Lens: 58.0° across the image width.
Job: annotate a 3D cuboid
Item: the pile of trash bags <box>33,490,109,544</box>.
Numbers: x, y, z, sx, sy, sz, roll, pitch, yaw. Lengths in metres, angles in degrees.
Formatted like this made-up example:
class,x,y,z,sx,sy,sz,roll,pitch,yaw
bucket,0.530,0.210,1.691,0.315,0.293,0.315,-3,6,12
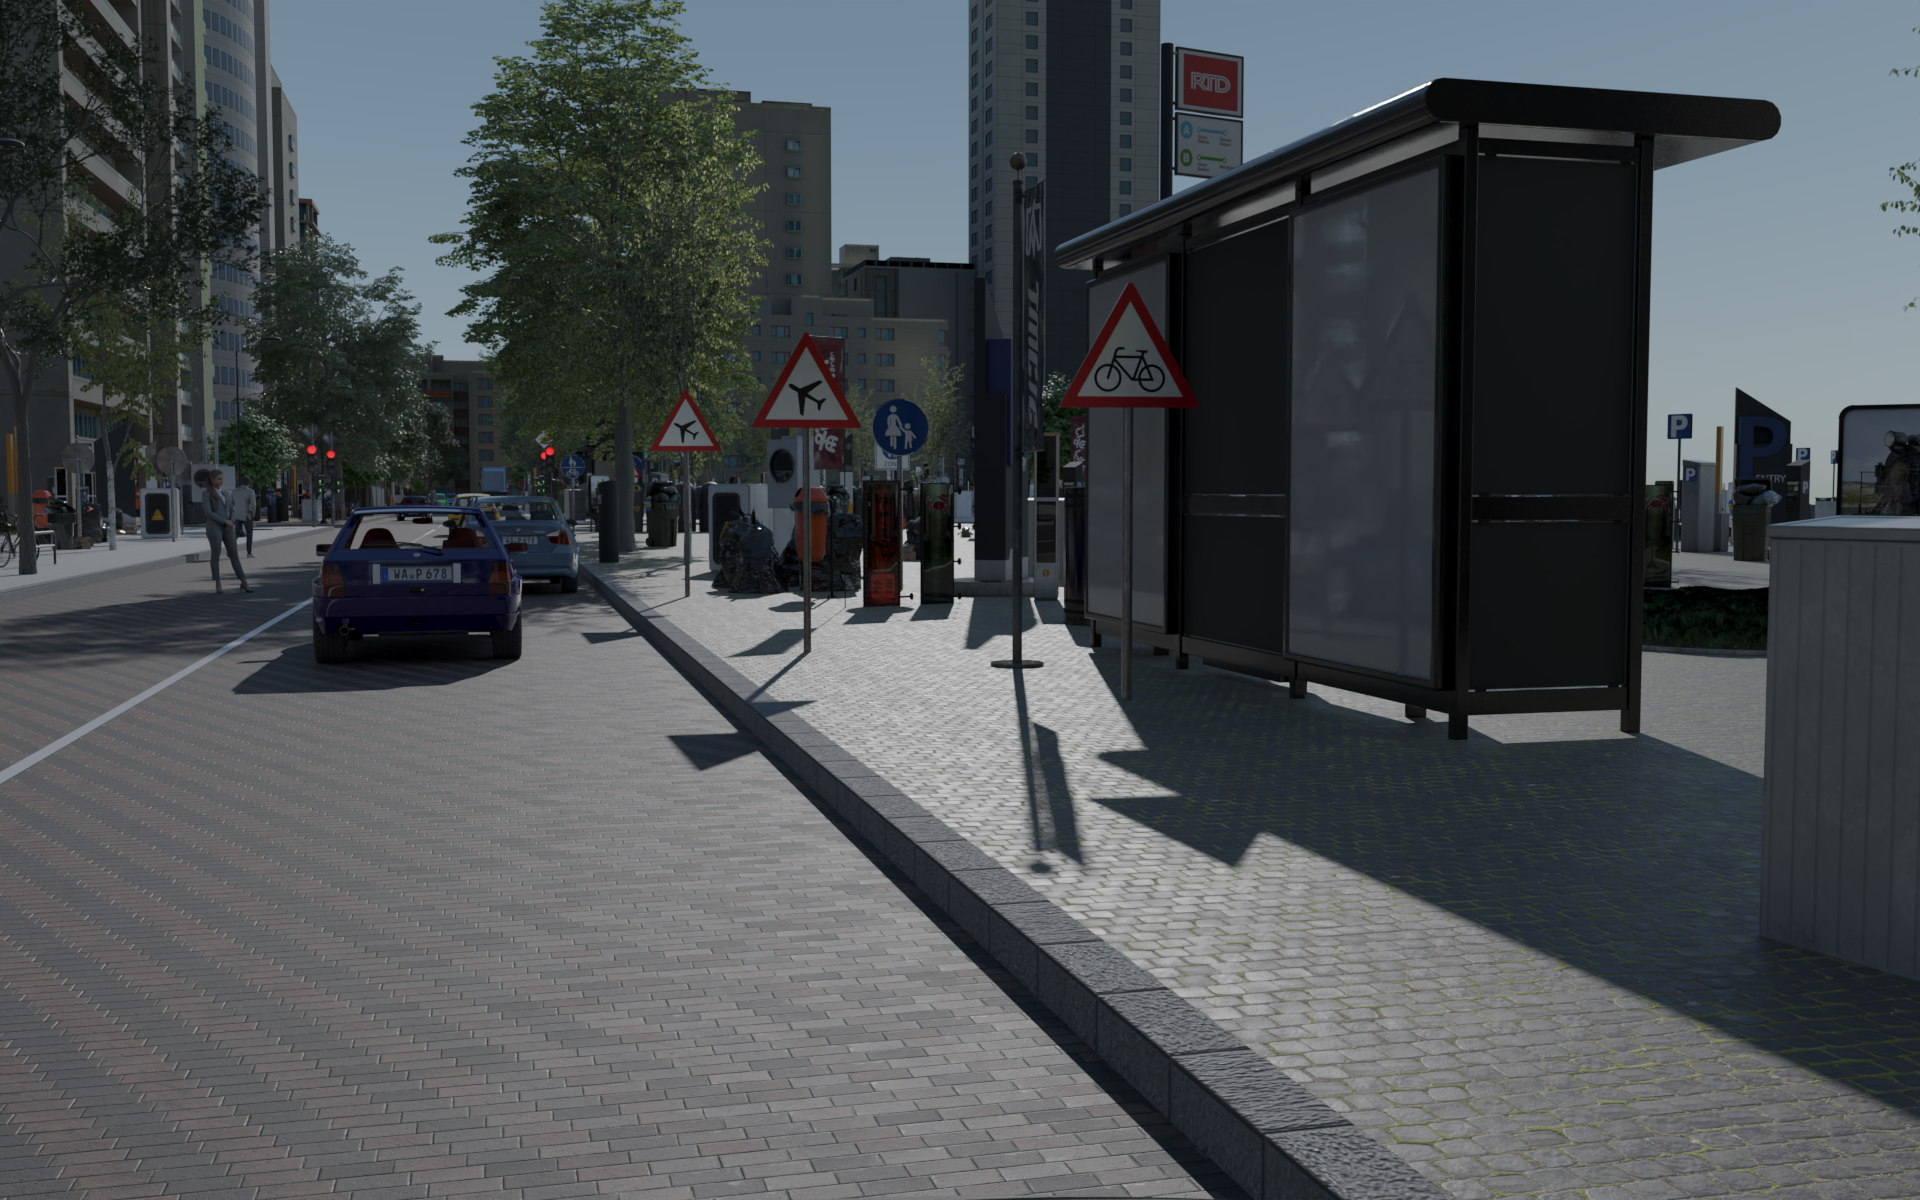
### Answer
class,x,y,z,sx,sy,sz,roll,pitch,yaw
pile of trash bags,-23.136,-2.128,44.541,1.912,1.369,3.447,-1,4,-12

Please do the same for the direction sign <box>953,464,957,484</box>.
class,x,y,z,sx,sy,sz,roll,pitch,yaw
direction sign,-0.143,-8.419,129.649,0.876,3.537,0.379,1,4,22

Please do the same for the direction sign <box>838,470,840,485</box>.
class,x,y,z,sx,sy,sz,roll,pitch,yaw
direction sign,-6.672,-6.364,96.047,0.379,3.537,0.876,1,4,9

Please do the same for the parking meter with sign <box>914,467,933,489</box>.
class,x,y,z,sx,sy,sz,roll,pitch,yaw
parking meter with sign,-2.080,-6.928,109.527,1.738,3.016,0.543,3,5,44

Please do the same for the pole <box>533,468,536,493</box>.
class,x,y,z,sx,sy,sz,roll,pitch,yaw
pole,-33.130,-8.633,135.000,0.158,3.312,0.155,0,3,0

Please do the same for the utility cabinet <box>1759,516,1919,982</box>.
class,x,y,z,sx,sy,sz,roll,pitch,yaw
utility cabinet,2.636,0.402,4.587,0.306,1.237,1.020,-2,4,-23

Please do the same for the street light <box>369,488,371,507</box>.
class,x,y,z,sx,sy,sz,roll,pitch,yaw
street light,-34.711,-8.006,103.446,1.470,5.913,1.316,-1,4,-15

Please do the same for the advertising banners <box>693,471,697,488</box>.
class,x,y,z,sx,sy,sz,roll,pitch,yaw
advertising banners,-20.795,-8.393,133.407,0.090,3.025,2.074,2,4,24

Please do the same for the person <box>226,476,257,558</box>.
class,x,y,z,sx,sy,sz,roll,pitch,yaw
person,-16.084,-1.862,38.794,0.661,1.843,0.795,1,4,11

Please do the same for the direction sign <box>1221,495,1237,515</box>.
class,x,y,z,sx,sy,sz,roll,pitch,yaw
direction sign,3.257,-1.795,21.344,0.379,3.537,0.876,-1,4,-14

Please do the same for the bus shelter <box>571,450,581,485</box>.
class,x,y,z,sx,sy,sz,roll,pitch,yaw
bus shelter,-20.187,-6.319,94.592,1.731,3.624,6.357,-1,4,-15

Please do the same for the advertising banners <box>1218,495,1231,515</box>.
class,x,y,z,sx,sy,sz,roll,pitch,yaw
advertising banners,9.020,-4.136,63.818,2.074,3.025,0.090,0,4,2

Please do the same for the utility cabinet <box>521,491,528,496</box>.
class,x,y,z,sx,sy,sz,roll,pitch,yaw
utility cabinet,-36.128,-8.283,144.111,0.318,1.500,1.173,0,4,8

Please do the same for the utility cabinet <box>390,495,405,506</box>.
class,x,y,z,sx,sy,sz,roll,pitch,yaw
utility cabinet,-41.686,-7.173,128.432,1.020,1.237,0.306,-1,4,-19

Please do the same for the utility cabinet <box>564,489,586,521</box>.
class,x,y,z,sx,sy,sz,roll,pitch,yaw
utility cabinet,-17.948,-4.411,80.792,0.318,1.500,1.173,2,4,27

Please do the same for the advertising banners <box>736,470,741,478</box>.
class,x,y,z,sx,sy,sz,roll,pitch,yaw
advertising banners,-16.734,-8.023,127.365,0.090,3.025,2.074,-3,5,-44

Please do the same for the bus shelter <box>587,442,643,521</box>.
class,x,y,z,sx,sy,sz,roll,pitch,yaw
bus shelter,-13.300,-4.486,67.271,2.014,3.302,5.546,-1,4,-15

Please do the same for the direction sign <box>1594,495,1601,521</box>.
class,x,y,z,sx,sy,sz,roll,pitch,yaw
direction sign,6.947,-1.641,18.829,0.876,3.537,0.379,3,4,37

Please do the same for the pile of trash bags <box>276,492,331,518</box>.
class,x,y,z,sx,sy,sz,roll,pitch,yaw
pile of trash bags,-34.578,-4.991,91.359,3.447,1.369,1.912,-1,4,-13

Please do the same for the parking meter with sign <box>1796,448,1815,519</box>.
class,x,y,z,sx,sy,sz,roll,pitch,yaw
parking meter with sign,33.395,-4.456,69.121,1.738,3.016,0.543,2,4,28

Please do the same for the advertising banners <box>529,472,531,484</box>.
class,x,y,z,sx,sy,sz,roll,pitch,yaw
advertising banners,-33.385,-8.557,136.094,0.090,3.025,2.074,2,4,24

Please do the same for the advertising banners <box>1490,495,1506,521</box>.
class,x,y,z,sx,sy,sz,roll,pitch,yaw
advertising banners,9.620,-2.154,31.403,2.074,3.025,0.090,1,4,10

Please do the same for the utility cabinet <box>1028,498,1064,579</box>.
class,x,y,z,sx,sy,sz,roll,pitch,yaw
utility cabinet,1.255,-0.932,26.405,1.020,1.237,0.306,3,5,43

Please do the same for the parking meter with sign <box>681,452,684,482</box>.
class,x,y,z,sx,sy,sz,roll,pitch,yaw
parking meter with sign,-10.901,-4.326,66.988,0.543,3.016,1.738,-1,4,-13

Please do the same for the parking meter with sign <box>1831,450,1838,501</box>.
class,x,y,z,sx,sy,sz,roll,pitch,yaw
parking meter with sign,35.533,-4.432,68.726,1.738,3.016,0.543,0,4,7

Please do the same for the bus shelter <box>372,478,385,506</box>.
class,x,y,z,sx,sy,sz,roll,pitch,yaw
bus shelter,-45.413,-8.615,134.774,2.014,3.302,5.546,-1,4,-15

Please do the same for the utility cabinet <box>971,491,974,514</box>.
class,x,y,z,sx,sy,sz,roll,pitch,yaw
utility cabinet,0.363,-6.298,111.650,1.173,1.500,0.318,0,4,0

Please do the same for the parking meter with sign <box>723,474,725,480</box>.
class,x,y,z,sx,sy,sz,roll,pitch,yaw
parking meter with sign,-20.901,-9.243,147.377,1.738,3.016,0.543,0,4,-2

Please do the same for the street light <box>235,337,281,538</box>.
class,x,y,z,sx,sy,sz,roll,pitch,yaw
street light,-20.745,-4.811,51.195,1.470,5.913,1.316,-1,4,-15

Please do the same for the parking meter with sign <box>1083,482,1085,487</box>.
class,x,y,z,sx,sy,sz,roll,pitch,yaw
parking meter with sign,7.128,-5.735,90.031,1.738,3.016,0.543,2,4,23

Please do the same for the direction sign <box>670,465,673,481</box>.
class,x,y,z,sx,sy,sz,roll,pitch,yaw
direction sign,-22.214,-8.751,135.081,0.379,3.537,0.876,3,5,44

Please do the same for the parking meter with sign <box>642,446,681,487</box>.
class,x,y,z,sx,sy,sz,roll,pitch,yaw
parking meter with sign,-10.562,-3.961,61.023,0.543,3.016,1.738,1,4,16

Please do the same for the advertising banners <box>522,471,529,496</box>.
class,x,y,z,sx,sy,sz,roll,pitch,yaw
advertising banners,-33.454,-8.362,132.906,0.090,3.025,2.074,-1,4,-9

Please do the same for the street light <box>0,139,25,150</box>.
class,x,y,z,sx,sy,sz,roll,pitch,yaw
street light,-12.931,-3.067,22.683,1.470,5.913,1.316,-1,4,-15

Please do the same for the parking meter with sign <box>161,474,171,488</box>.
class,x,y,z,sx,sy,sz,roll,pitch,yaw
parking meter with sign,-37.500,-5.242,81.968,0.543,3.016,1.738,-1,4,-20

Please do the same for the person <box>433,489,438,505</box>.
class,x,y,z,sx,sy,sz,roll,pitch,yaw
person,-39.680,-7.443,130.381,0.709,1.800,0.728,1,4,9

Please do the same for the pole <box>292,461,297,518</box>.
class,x,y,z,sx,sy,sz,roll,pitch,yaw
pole,-36.299,-6.151,94.414,0.158,3.312,0.155,0,3,0

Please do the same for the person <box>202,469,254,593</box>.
class,x,y,z,sx,sy,sz,roll,pitch,yaw
person,-10.594,-0.994,25.034,0.573,1.790,0.520,1,4,9

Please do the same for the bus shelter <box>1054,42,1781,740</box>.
class,x,y,z,sx,sy,sz,roll,pitch,yaw
bus shelter,2.239,-2.175,13.191,2.179,5.291,8.768,-1,4,-15

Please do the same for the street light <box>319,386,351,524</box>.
class,x,y,z,sx,sy,sz,roll,pitch,yaw
street light,-26.838,-6.232,74.439,1.470,5.913,1.316,-1,4,-15

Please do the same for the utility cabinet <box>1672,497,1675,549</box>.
class,x,y,z,sx,sy,sz,roll,pitch,yaw
utility cabinet,16.678,-1.839,41.237,0.306,1.237,1.020,0,4,3

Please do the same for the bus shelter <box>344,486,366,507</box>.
class,x,y,z,sx,sy,sz,roll,pitch,yaw
bus shelter,-41.759,-7.864,119.866,1.731,3.624,6.357,-1,4,-15

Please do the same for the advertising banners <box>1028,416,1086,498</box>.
class,x,y,z,sx,sy,sz,roll,pitch,yaw
advertising banners,2.013,-2.623,39.078,2.074,3.025,0.090,2,4,28

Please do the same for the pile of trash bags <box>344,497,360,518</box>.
class,x,y,z,sx,sy,sz,roll,pitch,yaw
pile of trash bags,-34.353,-5.188,94.583,3.447,1.369,1.912,1,4,11

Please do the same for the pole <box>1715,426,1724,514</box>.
class,x,y,z,sx,sy,sz,roll,pitch,yaw
pole,22.825,-3.563,52.100,0.158,3.312,0.155,0,3,0

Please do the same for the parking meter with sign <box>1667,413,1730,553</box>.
class,x,y,z,sx,sy,sz,roll,pitch,yaw
parking meter with sign,16.302,-2.562,38.144,1.738,3.016,0.543,-2,4,-35

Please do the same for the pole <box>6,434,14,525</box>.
class,x,y,z,sx,sy,sz,roll,pitch,yaw
pole,-32.215,-3.973,58.795,0.158,3.312,0.155,0,3,0

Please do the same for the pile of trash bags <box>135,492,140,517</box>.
class,x,y,z,sx,sy,sz,roll,pitch,yaw
pile of trash bags,-45.466,-5.292,96.278,1.912,1.369,3.447,-1,4,-13

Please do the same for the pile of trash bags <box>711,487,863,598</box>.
class,x,y,z,sx,sy,sz,roll,pitch,yaw
pile of trash bags,-2.174,-0.797,22.780,1.912,1.369,3.447,-1,4,-15

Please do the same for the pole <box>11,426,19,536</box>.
class,x,y,z,sx,sy,sz,roll,pitch,yaw
pole,-28.052,-3.537,51.674,0.158,3.312,0.155,0,3,0

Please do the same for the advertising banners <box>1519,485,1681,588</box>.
class,x,y,z,sx,sy,sz,roll,pitch,yaw
advertising banners,8.875,-1.702,24.011,2.074,3.025,0.090,2,4,24

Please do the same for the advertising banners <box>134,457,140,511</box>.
class,x,y,z,sx,sy,sz,roll,pitch,yaw
advertising banners,-37.043,-5.080,79.249,2.074,3.025,0.090,0,4,-1

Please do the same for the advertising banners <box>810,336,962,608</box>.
class,x,y,z,sx,sy,sz,roll,pitch,yaw
advertising banners,-0.867,-1.440,19.728,2.074,3.025,0.090,-2,4,-33

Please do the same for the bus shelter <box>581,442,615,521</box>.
class,x,y,z,sx,sy,sz,roll,pitch,yaw
bus shelter,-16.445,-5.456,80.494,1.731,3.624,6.357,-1,4,-15

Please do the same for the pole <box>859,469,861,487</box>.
class,x,y,z,sx,sy,sz,roll,pitch,yaw
pole,-8.224,-9.068,142.099,0.158,3.312,0.155,0,3,0

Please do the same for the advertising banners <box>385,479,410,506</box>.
class,x,y,z,sx,sy,sz,roll,pitch,yaw
advertising banners,-46.867,-9.073,144.528,2.074,3.025,0.090,-1,4,-19

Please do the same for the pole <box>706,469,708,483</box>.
class,x,y,z,sx,sy,sz,roll,pitch,yaw
pole,-20.809,-9.091,142.485,0.158,3.312,0.155,0,3,0
